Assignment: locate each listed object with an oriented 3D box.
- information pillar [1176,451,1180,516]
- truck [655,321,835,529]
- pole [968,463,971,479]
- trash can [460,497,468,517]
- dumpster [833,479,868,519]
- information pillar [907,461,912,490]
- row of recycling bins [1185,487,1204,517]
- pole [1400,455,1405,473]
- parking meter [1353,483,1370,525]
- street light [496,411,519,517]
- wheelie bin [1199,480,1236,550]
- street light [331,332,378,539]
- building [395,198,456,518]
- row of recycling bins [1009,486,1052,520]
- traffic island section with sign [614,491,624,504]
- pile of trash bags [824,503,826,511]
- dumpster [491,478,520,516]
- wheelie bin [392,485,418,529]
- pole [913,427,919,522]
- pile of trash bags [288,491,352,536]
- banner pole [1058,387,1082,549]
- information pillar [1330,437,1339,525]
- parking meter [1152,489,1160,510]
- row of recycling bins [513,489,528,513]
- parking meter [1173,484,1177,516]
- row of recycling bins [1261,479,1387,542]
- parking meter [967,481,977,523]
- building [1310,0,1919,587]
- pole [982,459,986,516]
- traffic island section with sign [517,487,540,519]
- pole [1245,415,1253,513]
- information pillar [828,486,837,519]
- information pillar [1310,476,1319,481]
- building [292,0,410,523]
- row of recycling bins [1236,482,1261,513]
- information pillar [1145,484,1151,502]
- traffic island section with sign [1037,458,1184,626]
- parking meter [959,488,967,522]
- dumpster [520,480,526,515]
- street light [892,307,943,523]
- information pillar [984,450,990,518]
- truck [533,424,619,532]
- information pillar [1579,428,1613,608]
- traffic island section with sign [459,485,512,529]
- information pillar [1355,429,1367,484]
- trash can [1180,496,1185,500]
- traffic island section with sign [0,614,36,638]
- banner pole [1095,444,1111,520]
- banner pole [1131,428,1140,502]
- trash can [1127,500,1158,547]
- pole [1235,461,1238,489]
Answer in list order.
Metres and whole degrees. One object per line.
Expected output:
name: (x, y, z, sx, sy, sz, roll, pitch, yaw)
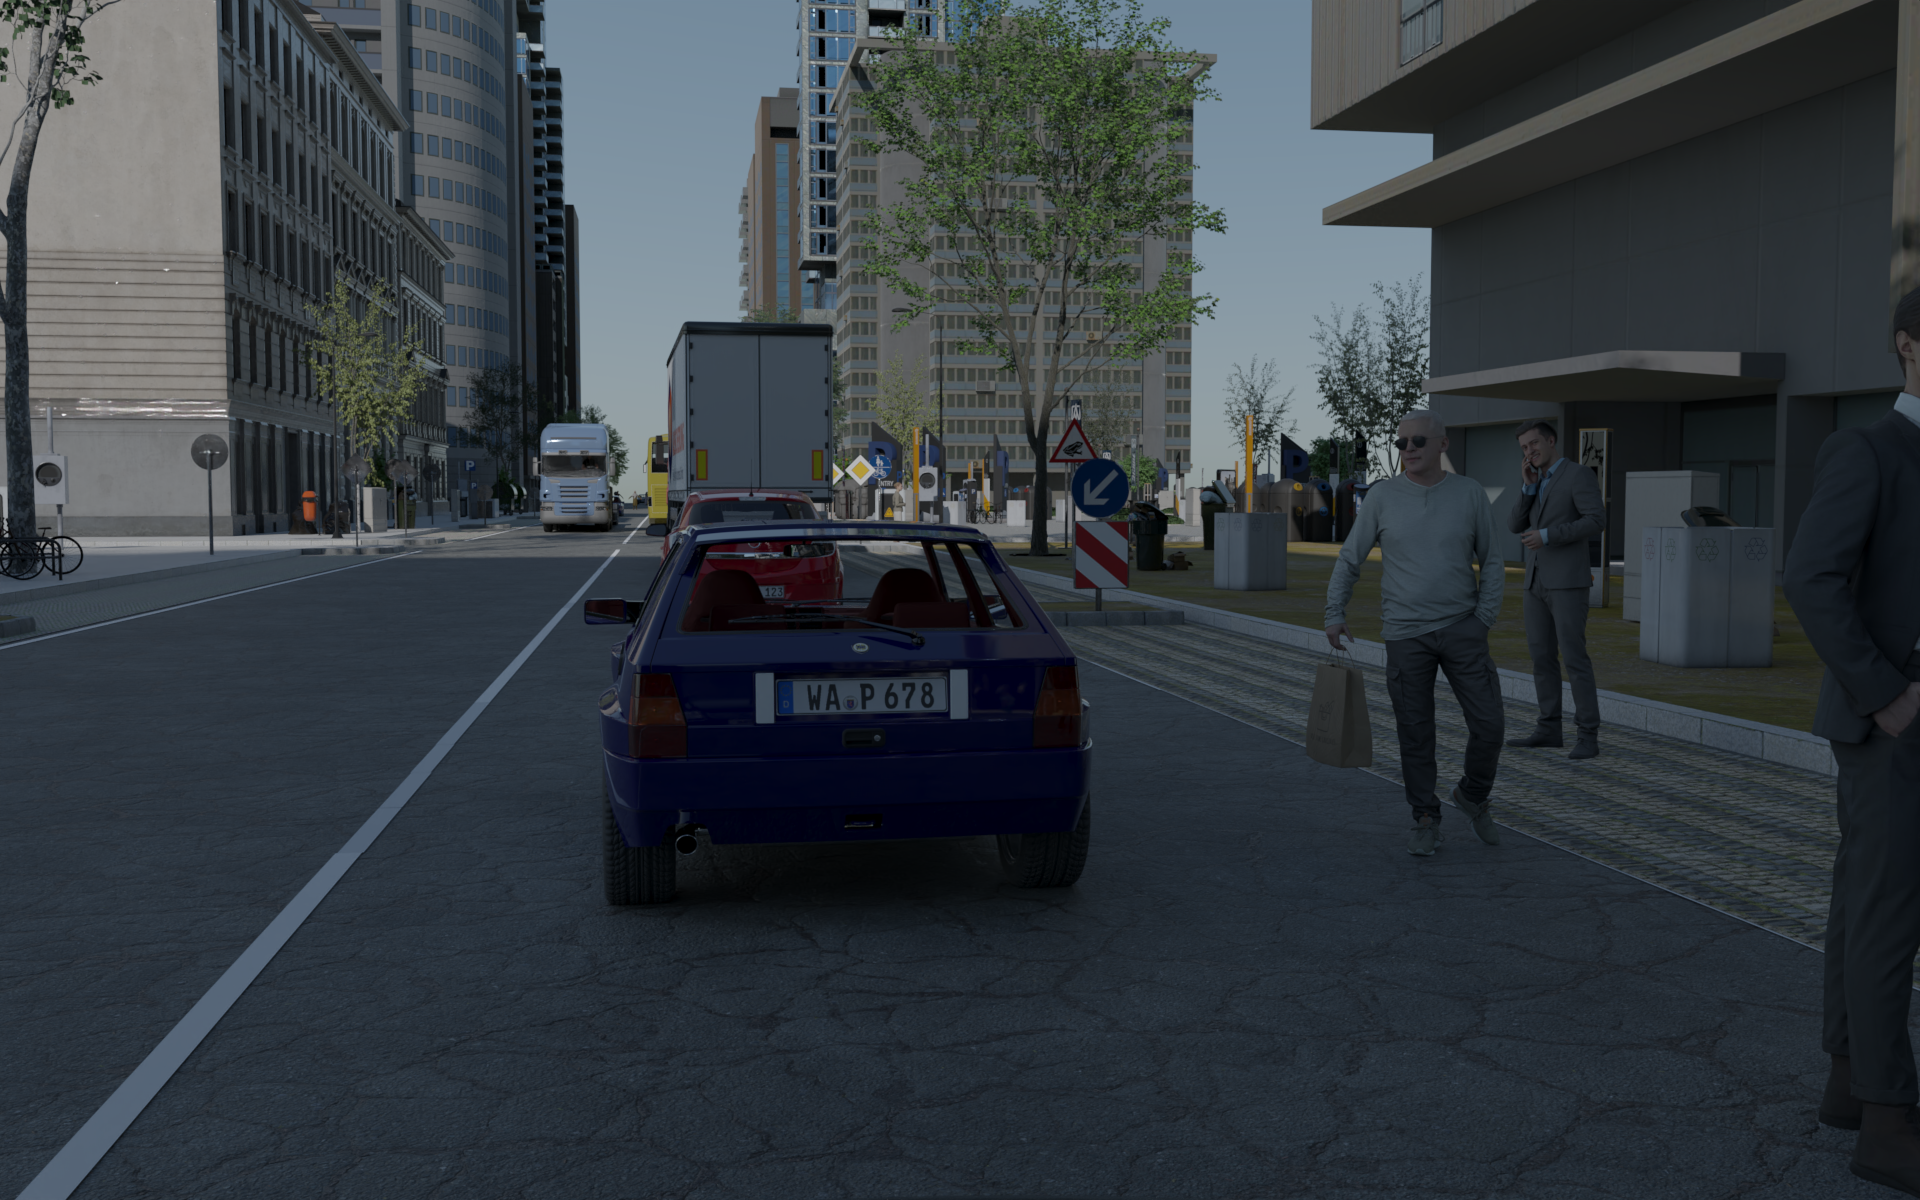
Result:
information pillar: (11.858, -6.288, 94.158, 0.183, 3.616, 0.504, -1, 4, -12)
truck: (-4.385, -2.745, 33.802, 2.839, 4.237, 11.283, -1, 4, -11)
pole: (0.654, -7.367, 114.291, 0.158, 3.312, 0.155, 0, 3, 0)
trash can: (-27.476, -5.130, 95.530, 0.748, 1.137, 0.748, 0, 3, 0)
dumpster: (-4.141, -3.699, 66.235, 1.264, 1.857, 1.865, -1, 4, -10)
information pillar: (-3.464, -7.804, 118.957, 0.183, 3.616, 0.504, 2, 4, 28)
row of recycling bins: (14.019, -5.637, 99.278, 1.069, 1.692, 3.534, -1, 4, -21)
pole: (15.977, -4.200, 62.514, 0.158, 3.312, 0.155, 0, 3, 0)
parking meter: (9.460, -1.982, 40.811, 0.372, 1.533, 0.369, 0, 3, 0)
street light: (-25.345, -7.607, 96.916, 1.470, 5.913, 1.316, -1, 4, -10)
wheelie bin: (5.890, -1.948, 39.760, 0.693, 1.594, 0.980, 2, 4, 27)
street light: (-17.392, -4.724, 49.778, 1.470, 5.913, 1.316, -1, 4, -10)
building: (-35.444, -14.356, 99.342, 10.561, 19.102, 19.286, -1, 4, -10)
row of recycling bins: (3.297, -4.874, 86.807, 1.069, 1.692, 3.534, -3, 5, -40)
traffic island section with sign: (-50.771, -15.131, 256.016, 1.989, 1.847, 2.006, -1, 4, -10)
pile of trash bags: (-10.230, -6.760, 120.272, 1.912, 1.369, 3.447, -1, 4, -18)
dumpster: (-26.851, -6.070, 101.732, 1.502, 2.255, 1.985, -1, 4, -10)
wheelie bin: (-20.332, -3.402, 63.539, 0.693, 1.594, 0.980, 3, 4, 36)
pole: (-1.346, -3.618, 53.005, 0.158, 3.312, 0.155, 0, 3, 0)
pile of trash bags: (-20.389, -2.766, 54.974, 1.912, 1.369, 3.447, -1, 4, -13)
banner pole: (2.617, -3.086, 40.467, 0.401, 3.779, 0.863, -2, 4, -30)
information pillar: (15.427, -4.898, 71.442, 0.183, 3.616, 0.504, -2, 4, -30)
parking meter: (9.244, -4.486, 81.762, 0.372, 1.533, 0.369, 0, 3, 0)
row of recycling bins: (-30.552, -6.923, 120.306, 1.069, 1.692, 3.534, -1, 4, -20)
parking meter: (12.602, -5.825, 100.950, 0.255, 1.863, 0.399, 1, 4, 21)
row of recycling bins: (10.056, -2.418, 46.648, 3.534, 1.692, 1.069, -1, 4, -10)
parking meter: (0.543, -4.381, 77.341, 0.399, 1.863, 0.255, -2, 4, -31)
building: (22.443, -26.557, 23.441, 28.713, 52.752, 27.495, -1, 4, -10)
pole: (1.398, -6.536, 100.703, 0.158, 3.312, 0.155, 0, 3, 0)
traffic island section with sign: (-24.310, -5.537, 99.163, 1.989, 1.847, 2.006, -1, 4, -10)
pole: (7.483, -3.122, 44.880, 0.158, 3.312, 0.155, 0, 3, 0)
information pillar: (-5.681, -4.454, 77.316, 0.304, 2.012, 0.304, 3, 4, 38)
information pillar: (14.808, -4.155, 72.426, 0.304, 2.012, 0.304, -1, 4, -15)
building: (-31.975, -15.266, 78.483, 11.050, 23.489, 19.941, -1, 4, -10)
row of recycling bins: (10.063, -3.117, 58.078, 3.534, 1.692, 1.069, -2, 4, -23)
information pillar: (13.026, -7.084, 120.312, 0.304, 2.012, 0.304, -3, 5, -43)
traffic island section with sign: (1.297, -0.671, 19.595, 1.989, 1.847, 2.006, -1, 4, -10)
parking meter: (0.135, -4.270, 78.231, 0.372, 1.533, 0.369, 0, 3, 0)
dumpster: (-28.061, -6.497, 108.725, 1.502, 2.255, 1.985, -1, 4, -10)
street light: (-1.010, -4.329, 43.325, 1.470, 5.913, 1.316, -1, 4, -10)
information pillar: (1.447, -6.232, 93.249, 0.183, 3.616, 0.504, -2, 4, -29)
truck: (-15.640, -5.032, 72.027, 2.967, 4.110, 18.799, -1, 4, -10)
information pillar: (7.167, -0.922, 19.565, 0.304, 2.012, 0.304, 2, 4, 32)
traffic island section with sign: (-19.758, -3.885, 72.143, 1.989, 1.847, 2.006, -1, 4, -10)
information pillar: (14.446, -4.352, 62.506, 0.504, 3.616, 0.183, -2, 4, -26)
trash can: (13.416, -5.648, 104.000, 0.748, 1.137, 0.748, 0, 3, 0)
traffic island section with sign: (-10.515, -0.533, 17.345, 1.989, 1.847, 2.006, -1, 4, -10)
banner pole: (7.191, -5.913, 86.701, 0.863, 3.779, 0.401, 1, 4, 20)
banner pole: (6.598, -4.594, 65.124, 0.401, 3.779, 0.863, 2, 4, 31)
trash can: (4.454, -1.875, 42.315, 0.748, 1.137, 0.748, 0, 3, 0)
pole: (17.045, -6.911, 106.830, 0.158, 3.312, 0.155, 0, 3, 0)
